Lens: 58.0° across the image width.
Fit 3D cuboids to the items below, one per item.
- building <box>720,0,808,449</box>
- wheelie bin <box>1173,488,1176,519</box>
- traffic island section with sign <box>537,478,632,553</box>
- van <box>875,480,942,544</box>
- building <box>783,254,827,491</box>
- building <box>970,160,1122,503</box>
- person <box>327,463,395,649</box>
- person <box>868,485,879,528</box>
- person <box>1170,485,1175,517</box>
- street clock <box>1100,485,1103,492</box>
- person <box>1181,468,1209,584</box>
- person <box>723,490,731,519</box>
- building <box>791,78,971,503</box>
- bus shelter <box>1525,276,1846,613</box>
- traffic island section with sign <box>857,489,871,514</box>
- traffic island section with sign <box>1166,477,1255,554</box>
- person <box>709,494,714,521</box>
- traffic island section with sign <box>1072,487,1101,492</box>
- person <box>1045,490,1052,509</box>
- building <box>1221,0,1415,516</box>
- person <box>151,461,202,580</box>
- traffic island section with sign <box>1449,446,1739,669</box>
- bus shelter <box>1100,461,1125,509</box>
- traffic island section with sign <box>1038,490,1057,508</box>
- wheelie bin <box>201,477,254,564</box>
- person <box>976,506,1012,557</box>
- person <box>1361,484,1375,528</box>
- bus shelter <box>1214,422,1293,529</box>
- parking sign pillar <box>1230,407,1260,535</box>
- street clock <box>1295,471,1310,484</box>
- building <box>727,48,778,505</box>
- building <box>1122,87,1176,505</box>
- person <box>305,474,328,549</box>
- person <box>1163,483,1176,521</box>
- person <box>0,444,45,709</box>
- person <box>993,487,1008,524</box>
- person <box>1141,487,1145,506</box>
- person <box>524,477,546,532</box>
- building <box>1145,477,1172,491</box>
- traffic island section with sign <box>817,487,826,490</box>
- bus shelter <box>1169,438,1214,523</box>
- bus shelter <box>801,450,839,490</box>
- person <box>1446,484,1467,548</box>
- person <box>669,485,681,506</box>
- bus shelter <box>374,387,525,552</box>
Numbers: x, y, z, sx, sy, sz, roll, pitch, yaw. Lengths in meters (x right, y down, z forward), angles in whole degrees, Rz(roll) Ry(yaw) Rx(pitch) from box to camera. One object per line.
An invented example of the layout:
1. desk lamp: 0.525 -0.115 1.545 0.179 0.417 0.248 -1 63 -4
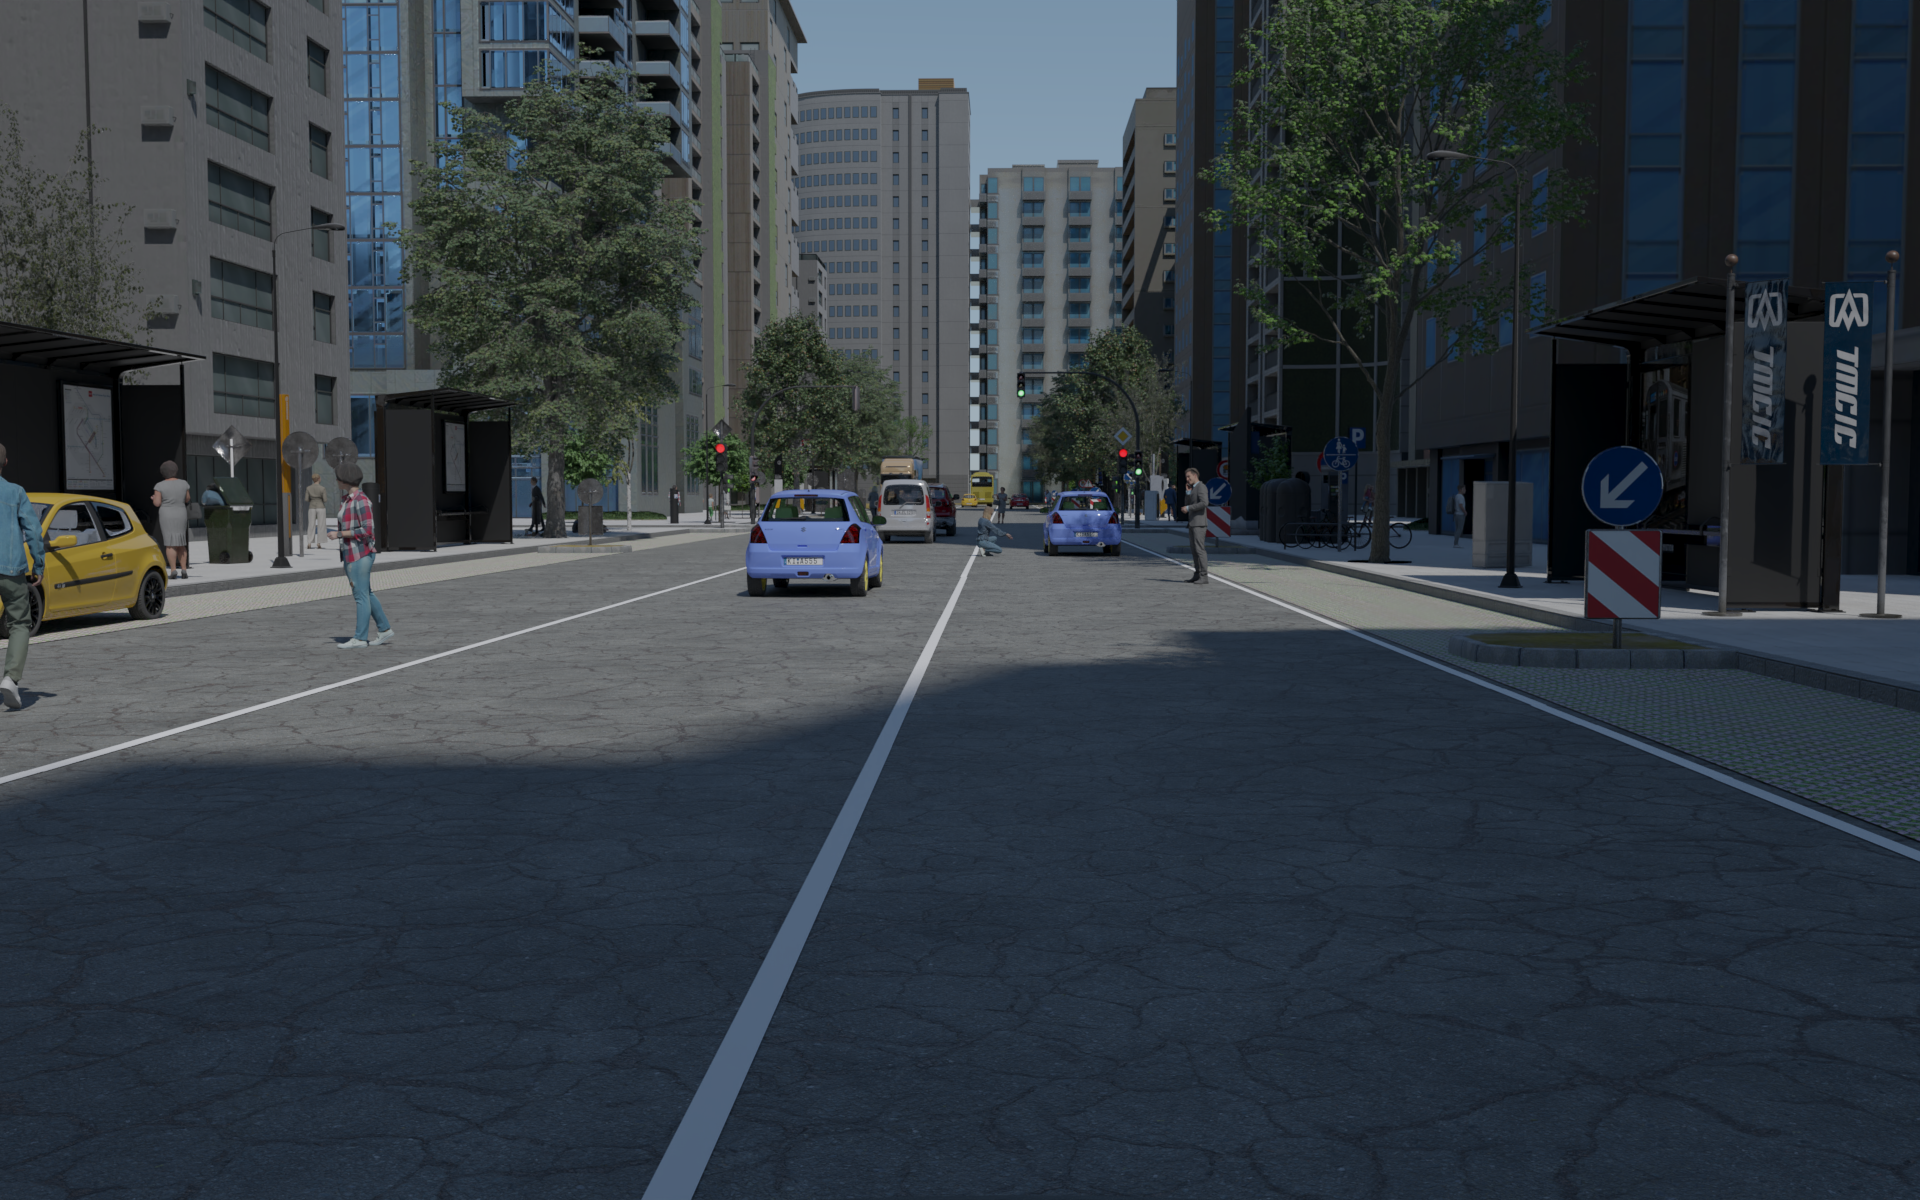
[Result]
1. building: -31.040 -35.916 176.460 28.713 52.752 27.495 0 4 1
2. wheelie bin: 11.095 -4.859 87.352 0.980 1.594 0.693 1 4 12
3. traffic island section with sign: -9.160 -2.077 42.584 1.989 1.847 2.006 0 4 1
4. van: -1.570 -2.717 51.436 2.013 2.044 4.112 0 4 1
5. building: -23.292 -26.756 209.159 14.107 30.474 14.160 0 4 1
6. building: 16.794 -38.597 250.672 30.456 49.044 23.786 0 4 1
7. person: -5.588 -0.418 16.169 0.643 1.720 0.563 -2 4 -30
8. person: -3.709 -3.971 73.609 0.537 1.800 0.526 -2 4 -28
9. person: 11.896 -5.475 95.925 0.532 1.782 0.716 0 4 8
10. street clock: 11.454 -8.292 140.146 0.358 2.002 0.471 1 4 16
11. person: 3.749 -1.188 27.730 0.447 1.846 0.655 -1 4 -9
12. person: -11.872 -4.962 87.530 0.624 1.780 0.694 -2 4 -28
13. building: -12.599 -43.239 248.955 28.212 58.520 21.231 0 4 1
14. bus shelter: 8.871 -1.866 21.786 1.731 3.624 6.357 0 4 1
15. traffic island section with sign: -7.064 -7.148 125.502 1.989 1.847 2.006 0 4 1
16. traffic island section with sign: 6.047 -2.041 42.001 1.989 1.847 2.006 0 4 1
17. person: -11.778 -4.375 81.824 0.306 1.304 0.590 0 4 8
18. traffic island section with sign: 7.447 -5.408 97.046 1.989 1.847 2.006 0 4 1
19. person: 7.264 -8.106 141.293 0.793 1.790 0.793 1 4 9
20. building: 27.845 -41.076 109.842 20.563 71.187 20.611 0 4 1
21. person: -11.801 -1.204 26.093 0.716 1.782 0.532 -3 5 -44
22. traffic island section with sign: 5.372 -0.393 15.054 1.989 1.847 2.006 0 4 1
23. bus shelter: 10.999 -8.204 125.425 1.731 3.624 6.357 0 4 1
24. traffic island section with sign: 10.080 -11.792 201.425 1.989 1.847 2.006 0 4 1
25. wheelie bin: -13.543 -1.471 31.965 0.693 1.594 0.980 1 4 19
26. person: 0.688 -1.588 39.969 0.738 1.151 1.012 -1 4 -20
27. person: 16.330 -3.713 69.181 0.573 1.828 0.580 2 4 24
28. bus shelter: 9.999 -4.137 58.915 1.731 3.624 6.357 0 4 1
29. parking sign pillar: 8.917 -4.030 54.357 1.447 3.967 1.447 -1 4 -14
30. street clock: 10.811 -3.066 54.695 0.358 2.002 0.471 -2 4 -31
31. building: -24.244 -28.835 155.050 14.154 41.232 14.086 0 4 1
32. building: 30.352 -35.443 203.188 21.300 48.544 21.600 0 4 1
33. person: -15.011 -2.072 40.462 0.519 1.759 0.362 0 4 -3
34. person: 9.942 -4.612 81.626 0.721 1.800 0.419 1 4 15
35. person: -6.350 -0.155 11.377 0.601 1.785 0.444 -1 4 -23
36. person: 1.921 -4.556 83.342 0.716 1.782 0.532 1 4 8
37. person: 14.015 -7.701 131.915 0.622 1.834 0.822 3 4 36
38. person: -14.433 -3.241 58.804 0.755 1.850 0.659 -1 4 -17
39. building: 35.897 -29.825 179.515 32.217 40.220 23.993 0 4 1
40. traffic island section with sign: -7.783 -5.432 97.440 1.989 1.847 2.006 0 4 1
41. bus shelter: 10.182 -5.121 75.017 1.731 3.624 6.357 0 4 1
42. bus shelter: -10.339 -9.191 127.898 2.179 5.291 8.768 0 4 2
43. person: 11.843 -1.989 41.161 0.523 1.515 0.503 -3 4 -38
44. person: -13.414 -4.556 81.365 0.563 1.720 0.643 0 4 8
45. bus shelter: -12.034 -3.059 41.293 1.731 3.624 6.357 0 4 1
